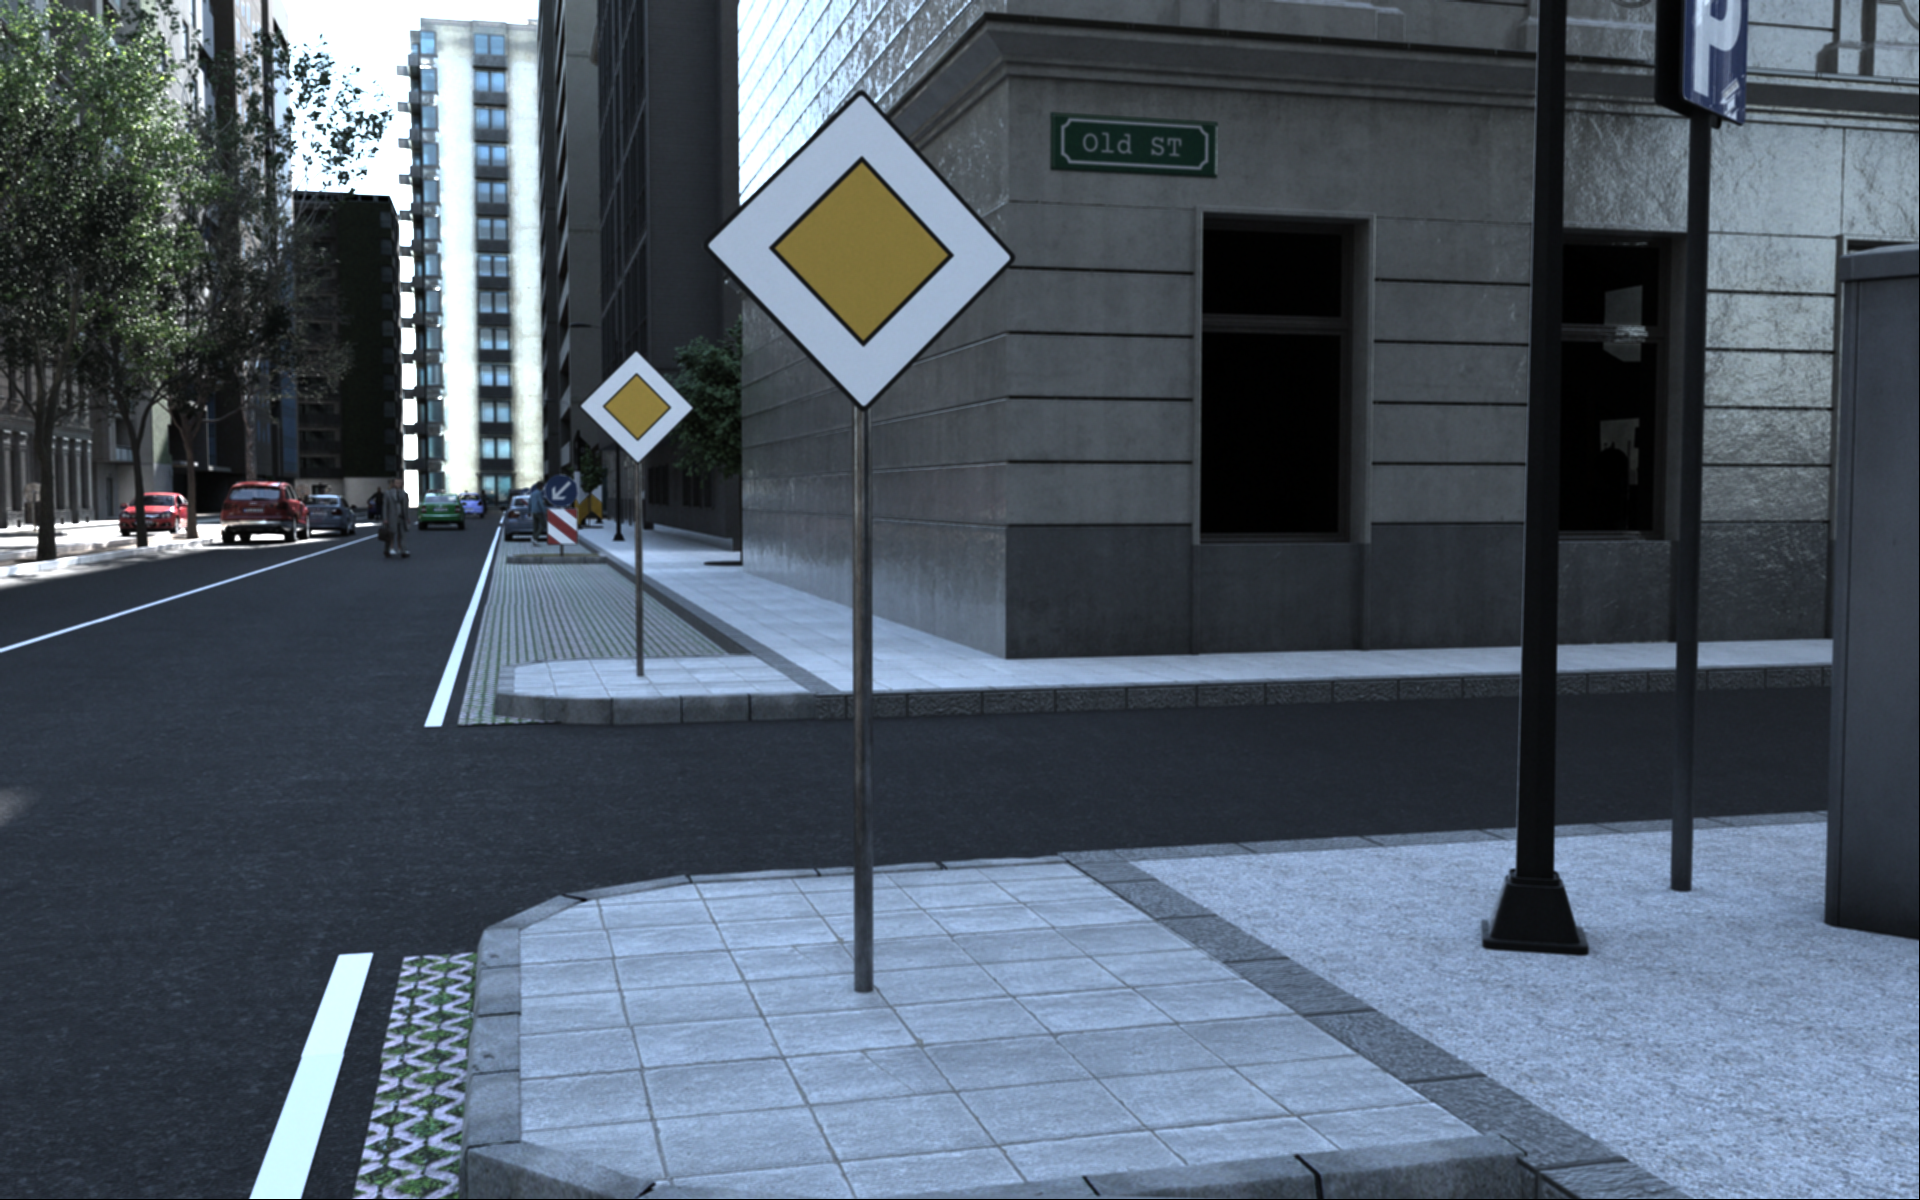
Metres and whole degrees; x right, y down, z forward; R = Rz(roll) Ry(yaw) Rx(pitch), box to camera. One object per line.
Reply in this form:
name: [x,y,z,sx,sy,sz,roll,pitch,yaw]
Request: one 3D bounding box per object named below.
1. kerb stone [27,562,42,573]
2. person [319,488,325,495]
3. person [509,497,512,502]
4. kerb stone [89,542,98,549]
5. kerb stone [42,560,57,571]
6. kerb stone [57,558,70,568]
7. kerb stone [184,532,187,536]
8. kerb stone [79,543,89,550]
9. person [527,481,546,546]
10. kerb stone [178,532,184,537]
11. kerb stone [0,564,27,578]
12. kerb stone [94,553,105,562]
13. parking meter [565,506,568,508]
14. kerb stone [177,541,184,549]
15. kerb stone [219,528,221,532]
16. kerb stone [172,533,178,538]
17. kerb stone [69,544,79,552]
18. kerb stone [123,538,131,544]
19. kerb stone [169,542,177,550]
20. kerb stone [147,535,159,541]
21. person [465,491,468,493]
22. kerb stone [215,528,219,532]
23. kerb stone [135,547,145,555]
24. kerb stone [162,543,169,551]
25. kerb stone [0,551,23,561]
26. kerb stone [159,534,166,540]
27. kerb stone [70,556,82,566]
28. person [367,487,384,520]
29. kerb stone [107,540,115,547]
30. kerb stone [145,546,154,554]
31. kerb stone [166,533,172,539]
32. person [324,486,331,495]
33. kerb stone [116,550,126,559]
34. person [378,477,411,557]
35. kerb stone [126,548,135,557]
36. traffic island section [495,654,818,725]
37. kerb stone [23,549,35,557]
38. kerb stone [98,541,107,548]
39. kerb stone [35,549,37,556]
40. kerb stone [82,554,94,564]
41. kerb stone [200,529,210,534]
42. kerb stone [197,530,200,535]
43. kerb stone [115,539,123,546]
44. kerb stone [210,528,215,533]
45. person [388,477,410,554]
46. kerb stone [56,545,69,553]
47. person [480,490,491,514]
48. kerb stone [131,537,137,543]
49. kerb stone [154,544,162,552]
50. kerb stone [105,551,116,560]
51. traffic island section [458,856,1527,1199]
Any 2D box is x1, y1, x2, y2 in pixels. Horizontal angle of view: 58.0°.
kerb stone: [-17.053,-0.582,31.718,0.120,0.150,1.000,-1,4,-14]
person: [-33.753,-5.054,91.795,0.551,1.740,0.621,-2,4,-23]
person: [-19.368,-3.814,75.145,0.394,1.301,0.425,-1,4,-17]
kerb stone: [-22.688,-1.391,45.075,0.120,0.150,1.000,-1,4,-14]
kerb stone: [-17.305,-0.643,32.709,0.120,0.150,1.000,-1,4,-14]
kerb stone: [-17.565,-0.704,33.698,0.120,0.150,1.000,-1,4,-14]
kerb stone: [-26.042,-2.188,57.973,0.120,0.150,1.000,-1,4,-14]
kerb stone: [-22.431,-1.339,44.085,0.120,0.150,1.000,-1,4,-14]
person: [-11.542,-2.347,47.223,0.444,1.785,0.601,-3,5,-40]
kerb stone: [-25.776,-2.125,56.978,0.120,0.150,1.000,-1,4,-14]
kerb stone: [-16.796,-0.522,30.725,0.120,0.150,1.000,-1,4,-14]
kerb stone: [-18.333,-0.883,36.677,0.120,0.150,1.000,-1,4,-14]
parking meter: [-17.619,-4.416,77.918,0.255,1.863,0.399,-1,4,-18]
kerb stone: [-20.665,-1.432,45.623,0.120,0.150,1.000,-1,4,-14]
kerb stone: [-27.830,-2.614,64.929,0.120,0.150,1.000,-1,4,-14]
kerb stone: [-25.518,-2.067,55.989,0.120,0.150,1.000,-1,4,-14]
kerb stone: [-22.173,-1.276,43.095,0.120,0.150,1.000,-1,4,-14]
kerb stone: [-23.712,-1.642,49.042,0.120,0.150,1.000,-1,4,-14]
kerb stone: [-20.406,-1.371,44.618,0.120,0.150,1.000,-1,4,-14]
kerb stone: [-24.741,-1.883,53.001,0.120,0.150,1.000,-1,4,-14]
person: [-44.435,-8.947,155.576,0.721,1.735,1.217,1,4,12]
kerb stone: [-27.578,-2.552,63.927,0.120,0.150,1.000,-1,4,-14]
kerb stone: [-19.366,-1.128,40.645,0.120,0.150,1.000,-1,4,-14]
kerb stone: [-20.147,-1.311,43.629,0.120,0.150,1.000,-1,4,-14]
kerb stone: [-20.890,-0.972,38.138,0.120,0.150,1.000,-1,4,-14]
kerb stone: [-25.002,-1.943,53.990,0.120,0.150,1.000,-1,4,-14]
kerb stone: [-17.829,-0.764,34.685,0.120,0.150,1.000,-1,4,-14]
person: [-32.060,-5.328,95.640,1.348,1.821,0.705,-1,4,-23]
kerb stone: [-23.201,-1.521,47.062,0.120,0.150,1.000,-1,4,-14]
kerb stone: [-19.617,-1.189,41.644,0.120,0.150,1.000,-1,4,-14]
kerb stone: [-25.259,-2.006,54.993,0.120,0.150,1.000,-1,4,-14]
person: [-28.383,-4.219,77.662,0.709,1.800,0.728,3,4,37]
kerb stone: [-18.851,-1.004,38.662,0.120,0.150,1.000,-1,4,-14]
person: [-12.759,-1.870,39.178,0.694,1.812,0.767,-3,5,-44]
kerb stone: [-19.115,-1.068,39.654,0.120,0.150,1.000,-1,4,-14]
traffic island section: [-2.236,0.615,12.228,2.009,0.180,2.903,-1,4,-14]
kerb stone: [-21.147,-1.036,39.128,0.120,0.150,1.000,-1,4,-14]
kerb stone: [-22.943,-1.453,46.073,0.120,0.150,1.000,-1,4,-14]
kerb stone: [-21.397,-1.096,40.120,0.120,0.150,1.000,-1,4,-14]
kerb stone: [-18.077,-0.825,35.677,0.120,0.150,1.000,-1,4,-14]
kerb stone: [-27.068,-2.425,61.945,0.120,0.150,1.000,-1,4,-14]
kerb stone: [-26.548,-2.310,59.963,0.120,0.150,1.000,-1,4,-14]
kerb stone: [-23.456,-1.581,48.052,0.120,0.150,1.000,-1,4,-14]
kerb stone: [-27.318,-2.492,62.936,0.120,0.150,1.000,-1,4,-14]
person: [-13.486,-2.018,41.463,0.573,1.828,0.580,0,4,-1]
kerb stone: [-21.915,-1.217,42.098,0.120,0.150,1.000,-1,4,-14]
person: [-34.390,-7.096,125.239,0.721,1.735,1.217,2,4,33]
kerb stone: [-23.974,-1.702,50.031,0.120,0.150,1.000,-1,4,-14]
kerb stone: [-19.882,-1.250,42.631,0.120,0.150,1.000,-1,4,-14]
kerb stone: [-18.590,-0.944,37.667,0.120,0.150,1.000,-1,4,-14]
traffic island section: [-0.231,1.088,4.498,2.009,0.180,2.903,-1,4,-14]
